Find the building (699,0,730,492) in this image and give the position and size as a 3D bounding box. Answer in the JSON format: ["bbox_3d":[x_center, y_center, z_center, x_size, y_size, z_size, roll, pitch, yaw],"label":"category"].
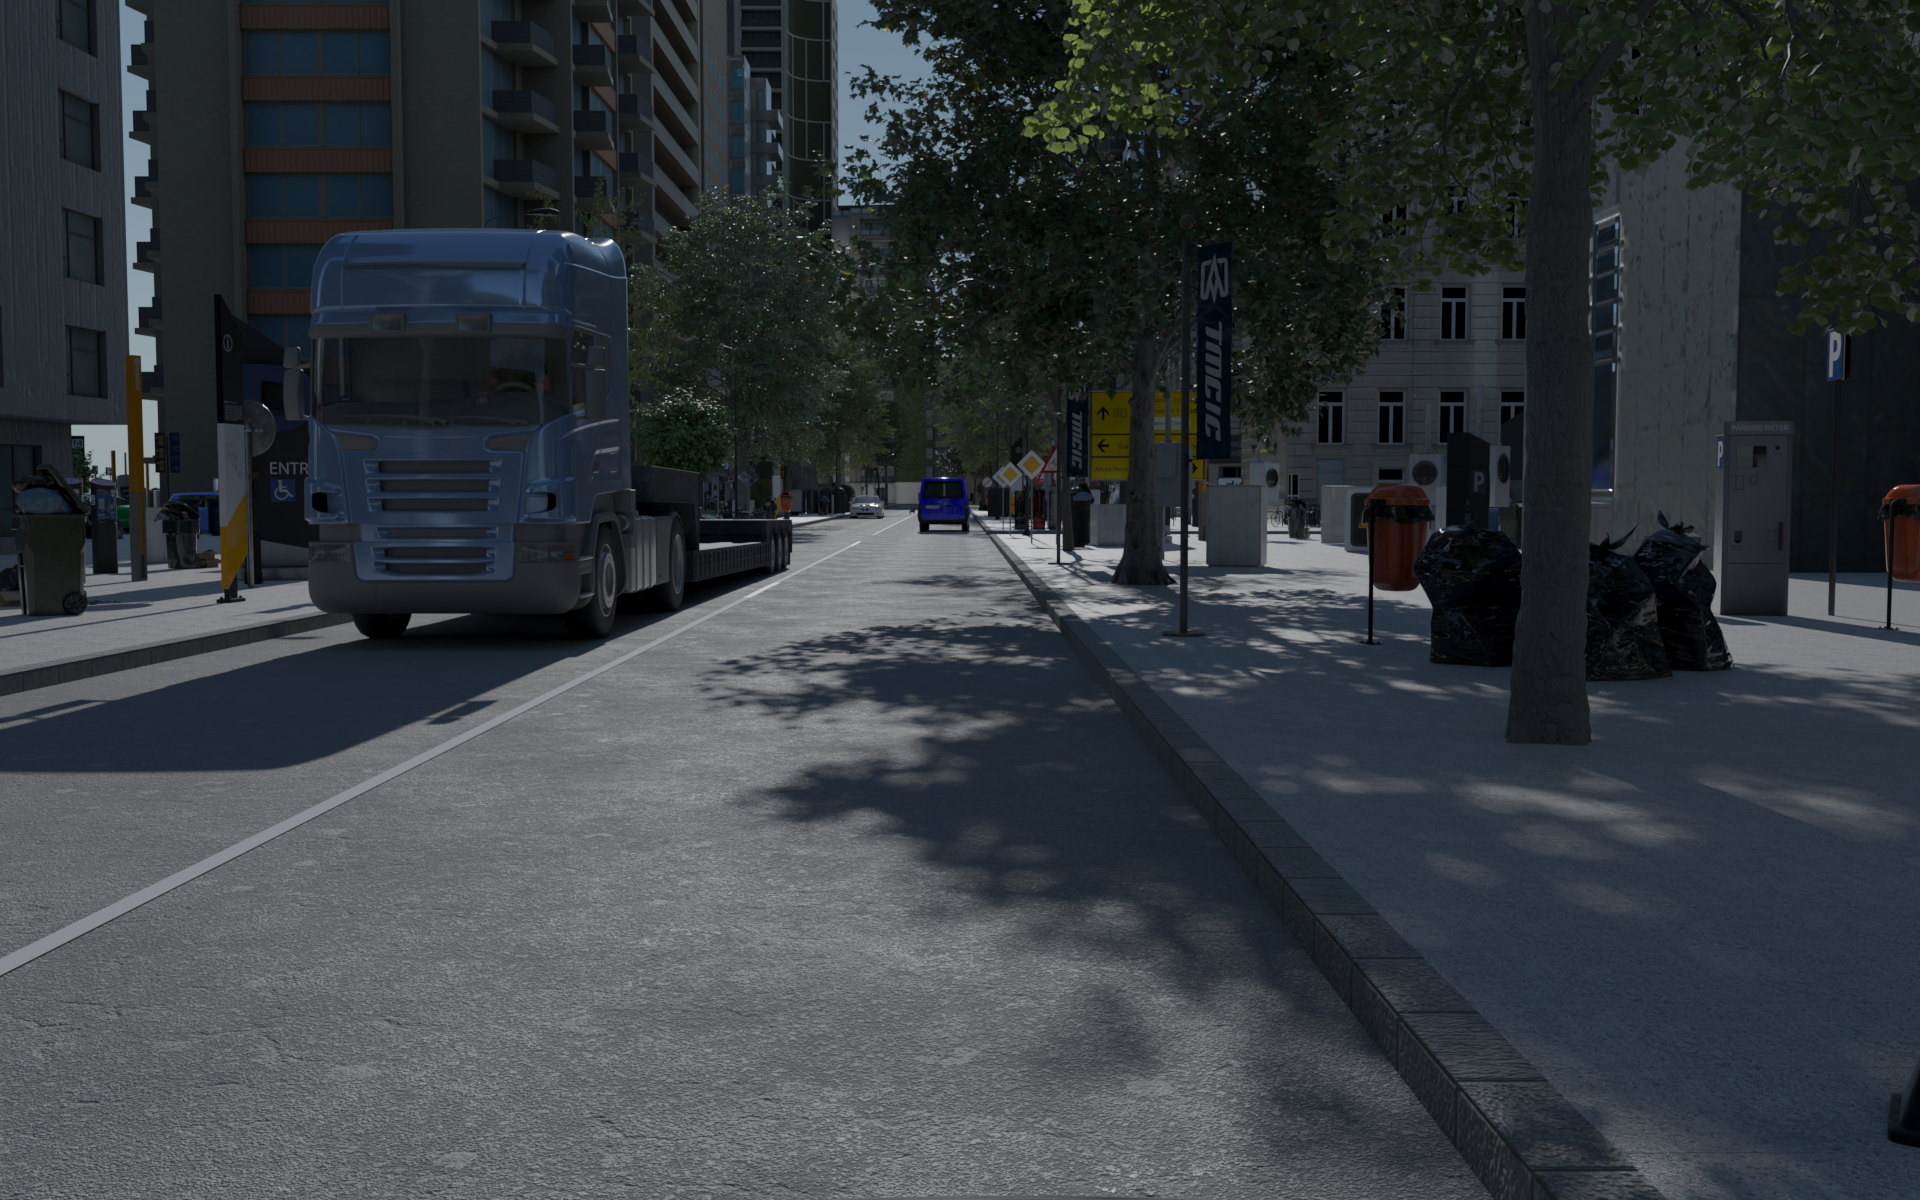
[{"bbox_3d":[-26.979,-30.157,143.171,14.600,45.320,14.200,0,4,0],"label":"building"}]

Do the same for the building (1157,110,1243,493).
[{"bbox_3d":[21.588,-20.636,113.815,17.030,29.872,44.131,0,4,0],"label":"building"}]

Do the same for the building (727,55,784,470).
[{"bbox_3d":[-34.973,-34.856,189.512,30.456,49.044,23.786,0,4,0],"label":"building"}]

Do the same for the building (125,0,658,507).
[{"bbox_3d":[-27.324,-26.343,85.328,22.147,44.769,28.867,0,4,0],"label":"building"}]

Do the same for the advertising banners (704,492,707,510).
[{"bbox_3d":[-19.503,-8.424,133.919,2.074,3.025,0.090,-1,4,-15],"label":"advertising banners"}]

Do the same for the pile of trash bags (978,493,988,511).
[{"bbox_3d":[2.221,-7.405,130.816,1.912,1.369,3.447,0,4,5],"label":"pile of trash bags"}]

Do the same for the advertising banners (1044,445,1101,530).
[{"bbox_3d":[4.110,-4.004,61.655,2.074,3.025,0.090,0,4,-7],"label":"advertising banners"}]

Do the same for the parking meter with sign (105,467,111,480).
[{"bbox_3d":[-55.675,-7.138,112.966,0.543,3.016,1.738,-3,5,-44],"label":"parking meter with sign"}]

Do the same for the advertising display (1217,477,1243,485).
[{"bbox_3d":[10.219,-3.691,65.566,0.974,1.923,0.123,1,4,19],"label":"advertising display"}]

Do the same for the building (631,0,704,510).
[{"bbox_3d":[-29.897,-30.255,118.378,21.300,48.544,21.600,0,4,0],"label":"building"}]

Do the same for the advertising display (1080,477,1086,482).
[{"bbox_3d":[4.773,-3.807,67.461,0.123,1.923,0.974,0,4,-2],"label":"advertising display"}]

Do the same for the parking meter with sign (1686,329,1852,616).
[{"bbox_3d":[8.398,-1.352,18.374,1.738,3.016,0.543,1,4,11],"label":"parking meter with sign"}]

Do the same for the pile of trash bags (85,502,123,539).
[{"bbox_3d":[-25.693,-2.401,49.004,3.447,1.369,1.912,-3,5,-43],"label":"pile of trash bags"}]

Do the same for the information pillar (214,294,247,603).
[{"bbox_3d":[-8.647,-1.785,20.539,0.183,3.616,0.504,0,4,5],"label":"information pillar"}]

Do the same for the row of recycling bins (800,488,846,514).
[{"bbox_3d":[-9.209,-6.521,113.725,3.534,1.692,1.069,1,4,8],"label":"row of recycling bins"}]

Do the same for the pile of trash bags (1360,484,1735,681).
[{"bbox_3d":[4.330,-0.236,13.618,1.912,1.369,3.447,-2,4,-26],"label":"pile of trash bags"}]

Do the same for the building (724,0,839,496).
[{"bbox_3d":[-27.723,-49.055,240.293,20.611,71.187,20.563,0,4,0],"label":"building"}]

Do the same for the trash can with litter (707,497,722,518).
[{"bbox_3d":[-10.409,-3.873,74.715,1.055,1.170,0.624,2,4,33],"label":"trash can with litter"}]

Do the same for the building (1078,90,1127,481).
[{"bbox_3d":[23.669,-32.538,186.625,22.147,44.769,28.867,0,4,0],"label":"building"}]

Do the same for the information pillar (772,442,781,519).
[{"bbox_3d":[-8.204,-5.255,77.274,0.183,3.616,0.504,2,4,34],"label":"information pillar"}]

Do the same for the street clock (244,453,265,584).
[{"bbox_3d":[-10.070,-1.227,24.627,0.471,2.002,0.358,3,5,44],"label":"street clock"}]

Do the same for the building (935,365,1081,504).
[{"bbox_3d":[11.110,-24.450,244.796,28.899,21.520,27.650,0,4,0],"label":"building"}]

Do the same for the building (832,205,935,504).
[{"bbox_3d":[-10.366,-33.885,237.618,14.086,41.232,14.154,0,4,0],"label":"building"}]

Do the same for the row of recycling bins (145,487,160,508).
[{"bbox_3d":[-61.992,-7.671,132.534,3.534,1.692,1.069,0,4,5],"label":"row of recycling bins"}]

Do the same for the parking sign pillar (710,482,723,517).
[{"bbox_3d":[-13.122,-6.387,92.907,1.447,3.967,1.447,-1,4,-10],"label":"parking sign pillar"}]

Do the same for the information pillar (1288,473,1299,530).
[{"bbox_3d":[11.896,-3.504,61.788,0.304,2.012,0.304,-1,4,-10],"label":"information pillar"}]

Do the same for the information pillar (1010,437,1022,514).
[{"bbox_3d":[2.293,-4.823,70.216,0.504,3.616,0.183,0,4,1],"label":"information pillar"}]

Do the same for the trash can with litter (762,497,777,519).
[{"bbox_3d":[-7.972,-3.645,70.981,0.624,1.170,1.055,-3,5,-43],"label":"trash can with litter"}]

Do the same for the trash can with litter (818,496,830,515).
[{"bbox_3d":[-8.241,-5.696,104.508,0.624,1.170,1.055,0,4,6],"label":"trash can with litter"}]

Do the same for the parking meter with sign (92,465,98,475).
[{"bbox_3d":[-53.206,-6.649,104.976,1.738,3.016,0.543,0,4,1],"label":"parking meter with sign"}]

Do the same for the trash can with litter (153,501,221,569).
[{"bbox_3d":[-13.317,-1.133,29.911,0.624,1.170,1.055,1,4,17],"label":"trash can with litter"}]

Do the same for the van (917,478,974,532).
[{"bbox_3d":[-0.583,-3.855,67.409,2.240,2.365,5.245,0,4,1],"label":"van"}]

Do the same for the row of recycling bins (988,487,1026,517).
[{"bbox_3d":[2.781,-5.682,100.009,1.069,1.692,3.534,2,4,33],"label":"row of recycling bins"}]

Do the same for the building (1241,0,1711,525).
[{"bbox_3d":[25.646,-17.123,77.231,25.104,27.353,12.463,0,4,0],"label":"building"}]

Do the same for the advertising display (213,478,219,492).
[{"bbox_3d":[-30.047,-3.973,70.178,0.123,1.923,0.974,-3,4,-37],"label":"advertising display"}]

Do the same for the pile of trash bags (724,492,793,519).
[{"bbox_3d":[-9.606,-4.416,81.960,3.447,1.369,1.912,0,4,4],"label":"pile of trash bags"}]

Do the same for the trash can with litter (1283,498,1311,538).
[{"bbox_3d":[9.775,-2.370,50.142,0.624,1.170,1.055,2,4,27],"label":"trash can with litter"}]

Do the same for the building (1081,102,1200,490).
[{"bbox_3d":[23.339,-51.542,155.381,22.319,86.520,31.000,0,4,0],"label":"building"}]

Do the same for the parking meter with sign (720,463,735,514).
[{"bbox_3d":[-13.292,-6.451,101.729,0.543,3.016,1.738,3,5,43],"label":"parking meter with sign"}]

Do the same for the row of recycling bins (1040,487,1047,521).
[{"bbox_3d":[5.123,-5.326,94.196,1.069,1.692,3.534,1,4,23],"label":"row of recycling bins"}]

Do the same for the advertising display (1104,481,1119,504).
[{"bbox_3d":[4.196,-2.597,47.682,0.123,1.923,0.974,2,4,25],"label":"advertising display"}]

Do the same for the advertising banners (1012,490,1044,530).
[{"bbox_3d":[2.828,-4.052,62.437,2.074,3.025,0.090,2,4,27],"label":"advertising banners"}]

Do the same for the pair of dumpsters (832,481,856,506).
[{"bbox_3d":[-8.518,-7.591,126.602,1.574,2.255,4.437,0,3,0],"label":"pair of dumpsters"}]

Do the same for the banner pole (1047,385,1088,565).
[{"bbox_3d":[2.005,-2.546,31.643,0.863,3.779,0.401,-2,4,-27],"label":"banner pole"}]

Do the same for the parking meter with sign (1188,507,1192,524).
[{"bbox_3d":[9.628,-4.750,73.921,0.543,3.016,1.738,0,4,1],"label":"parking meter with sign"}]

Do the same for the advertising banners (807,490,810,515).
[{"bbox_3d":[-9.528,-6.908,109.129,0.090,3.025,2.074,0,3,0],"label":"advertising banners"}]

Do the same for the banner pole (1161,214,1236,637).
[{"bbox_3d":[2.151,-1.554,15.418,0.401,3.779,0.863,-2,4,-32],"label":"banner pole"}]

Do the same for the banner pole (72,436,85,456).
[{"bbox_3d":[-33.292,-4.591,65.081,0.863,3.779,0.401,-1,4,-22],"label":"banner pole"}]

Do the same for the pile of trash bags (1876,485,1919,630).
[{"bbox_3d":[9.411,-0.327,15.105,1.912,1.369,3.447,-1,4,-15],"label":"pile of trash bags"}]

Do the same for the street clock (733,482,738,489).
[{"bbox_3d":[-11.461,-5.183,89.312,0.471,2.002,0.358,2,4,35],"label":"street clock"}]

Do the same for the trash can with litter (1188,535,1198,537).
[{"bbox_3d":[7.790,-2.452,51.144,2.233,1.210,1.678,2,4,27],"label":"trash can with litter"}]
